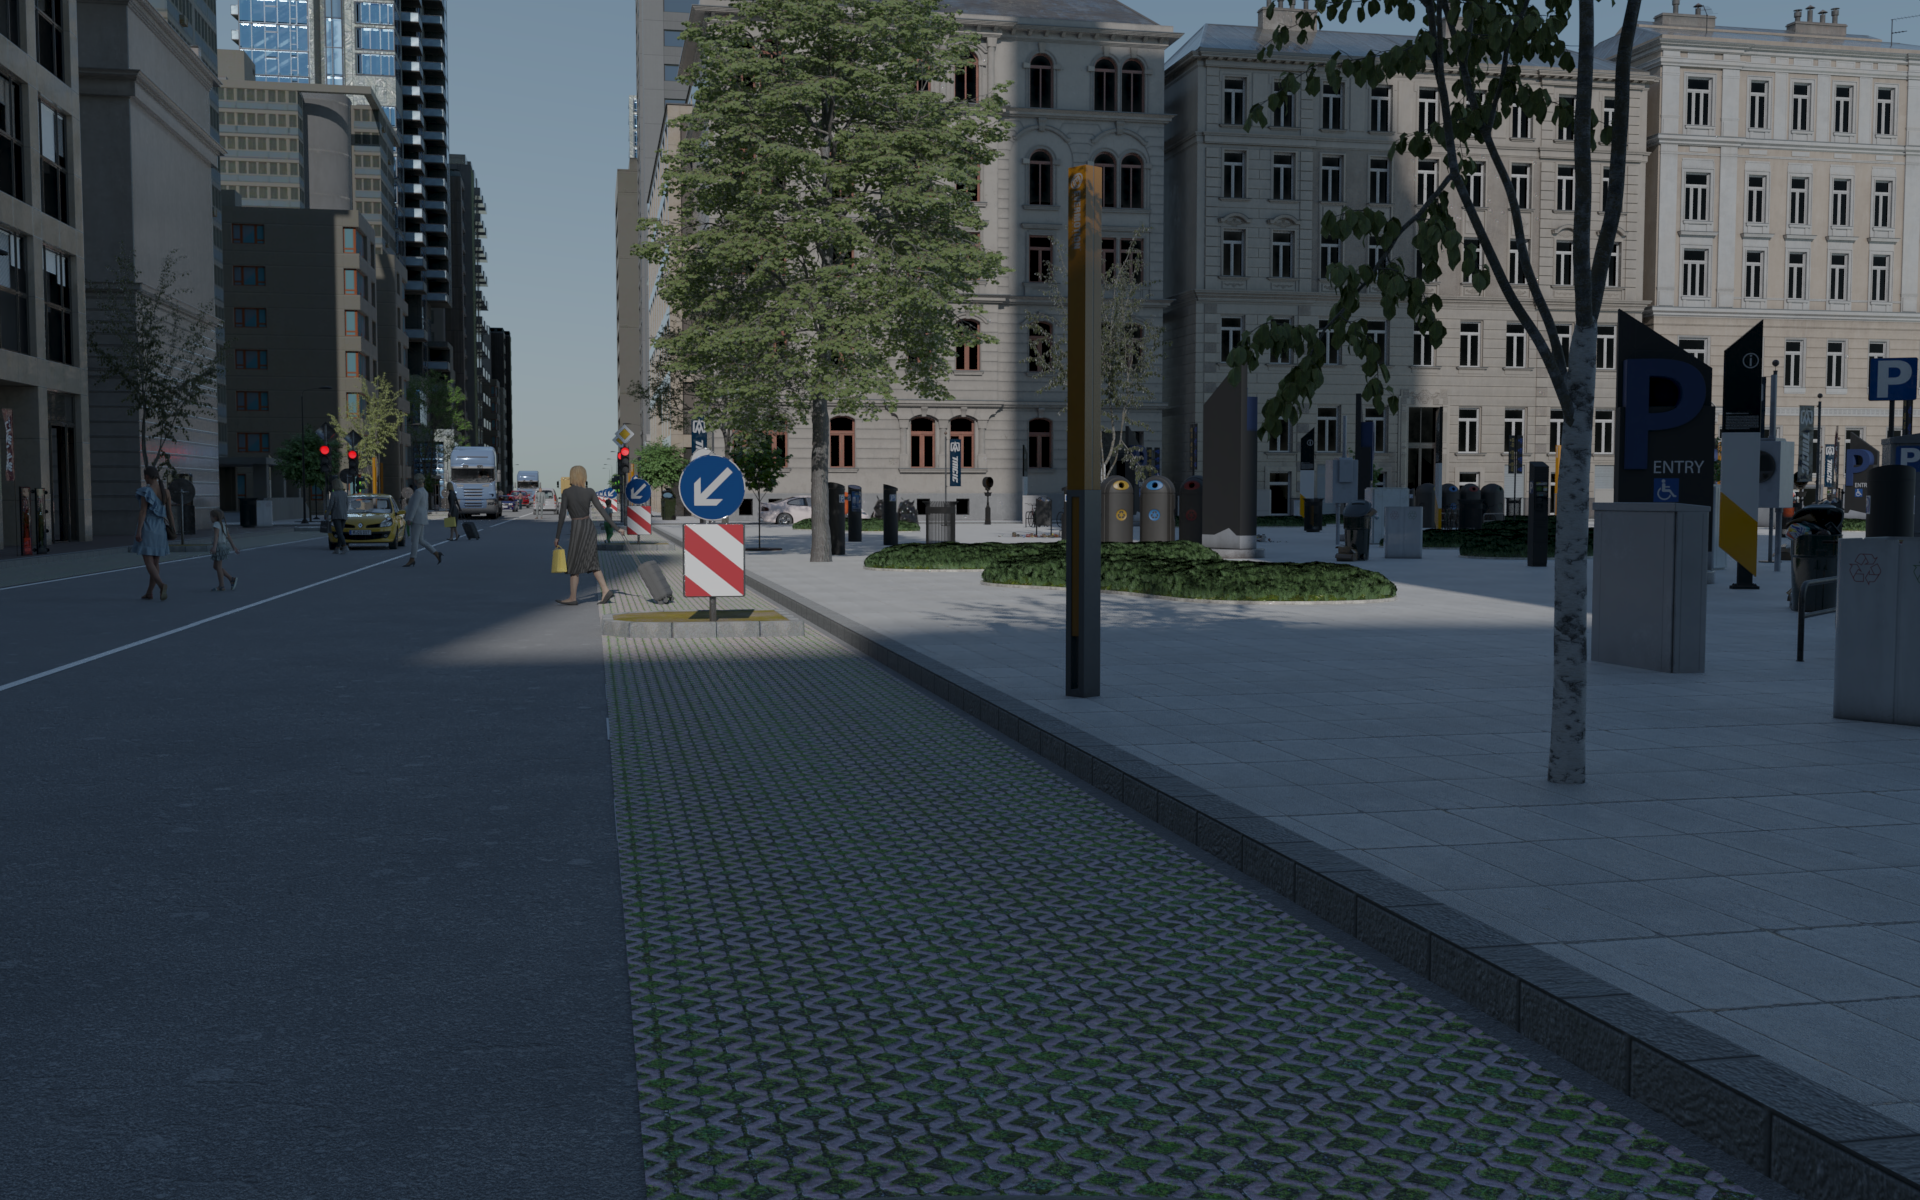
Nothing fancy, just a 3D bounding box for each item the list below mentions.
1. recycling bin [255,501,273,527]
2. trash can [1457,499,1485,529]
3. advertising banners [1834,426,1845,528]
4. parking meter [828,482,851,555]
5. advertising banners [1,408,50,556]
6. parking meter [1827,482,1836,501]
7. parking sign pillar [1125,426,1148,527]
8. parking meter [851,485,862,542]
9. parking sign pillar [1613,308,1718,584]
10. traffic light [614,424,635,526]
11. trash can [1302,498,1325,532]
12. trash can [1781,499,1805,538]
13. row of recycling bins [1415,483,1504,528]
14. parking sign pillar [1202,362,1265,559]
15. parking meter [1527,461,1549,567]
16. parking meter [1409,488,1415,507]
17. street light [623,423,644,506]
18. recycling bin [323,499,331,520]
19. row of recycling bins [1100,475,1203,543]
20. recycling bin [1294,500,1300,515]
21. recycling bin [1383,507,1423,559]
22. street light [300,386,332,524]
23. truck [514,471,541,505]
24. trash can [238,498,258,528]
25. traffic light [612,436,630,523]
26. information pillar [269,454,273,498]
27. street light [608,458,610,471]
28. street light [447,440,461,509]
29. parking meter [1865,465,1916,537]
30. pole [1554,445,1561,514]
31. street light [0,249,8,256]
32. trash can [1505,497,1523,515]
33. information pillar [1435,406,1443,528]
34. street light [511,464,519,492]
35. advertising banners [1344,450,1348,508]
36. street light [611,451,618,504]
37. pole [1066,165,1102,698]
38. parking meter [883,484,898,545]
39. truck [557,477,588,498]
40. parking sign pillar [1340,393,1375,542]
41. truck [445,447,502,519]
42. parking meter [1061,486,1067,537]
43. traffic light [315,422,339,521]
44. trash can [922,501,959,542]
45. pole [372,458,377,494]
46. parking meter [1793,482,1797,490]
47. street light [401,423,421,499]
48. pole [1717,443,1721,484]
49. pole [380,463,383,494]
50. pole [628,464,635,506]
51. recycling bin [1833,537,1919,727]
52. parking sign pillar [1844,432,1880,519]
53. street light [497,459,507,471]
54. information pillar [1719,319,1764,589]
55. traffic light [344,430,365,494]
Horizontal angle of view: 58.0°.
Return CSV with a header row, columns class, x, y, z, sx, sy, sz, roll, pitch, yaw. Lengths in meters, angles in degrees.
class,x,y,z,sx,sy,sz,roll,pitch,yaw
recycling bin,-27.246,-3.358,67.461,0.722,1.027,0.722,-3,4,-38
trash can,13.856,-2.163,47.014,0.748,1.137,0.748,0,3,0
advertising banners,22.168,-2.905,43.691,0.090,3.025,2.074,1,4,22
parking meter,-2.609,-1.720,36.530,0.372,1.533,0.369,0,3,0
advertising banners,-19.509,-2.444,36.145,0.090,3.025,2.074,0,4,-6
parking meter,40.542,-4.580,80.598,0.399,1.863,0.255,-2,4,-33
parking sign pillar,7.035,-4.930,69.072,1.447,3.967,1.447,2,4,30
parking meter,-2.830,-2.338,46.631,0.372,1.533,0.369,0,3,0
parking sign pillar,10.181,-2.237,25.044,1.447,3.967,1.447,1,4,11
traffic light,-13.488,-4.939,69.669,0.839,4.253,0.868,-1,4,-12
trash can,11.869,-2.847,58.198,0.748,1.137,0.748,0,3,0
trash can,24.453,-2.406,50.994,0.748,1.137,0.748,0,3,0
row of recycling bins,19.015,-3.603,66.016,3.534,1.692,1.069,-1,4,-13
parking sign pillar,5.439,-2.841,34.917,1.447,3.967,1.447,-2,4,-27
parking meter,10.226,-1.524,30.631,0.255,1.863,0.399,0,4,1
parking meter,19.965,-4.184,76.820,0.372,1.533,0.369,0,3,0
street light,-21.253,-8.588,112.947,1.470,5.913,1.316,-1,4,-12
recycling bin,-31.265,-4.509,86.271,0.722,1.027,0.722,-2,4,-30
row of recycling bins,4.763,-1.907,38.295,3.534,1.692,1.069,1,4,17
recycling bin,13.987,-3.554,70.663,0.722,1.027,0.722,1,4,11
recycling bin,8.882,-1.356,34.732,0.722,1.027,0.722,1,4,11
street light,-27.776,-6.252,74.759,1.470,5.913,1.316,-1,4,-12
truck,-50.983,-13.195,205.499,2.967,4.110,18.799,-1,4,-12
trash can,-27.175,-3.332,66.129,0.748,1.137,0.748,0,3,0
traffic light,-15.157,-5.416,77.478,0.839,4.253,0.868,-1,4,-12
information pillar,-40.379,-6.754,101.789,0.504,3.616,0.183,2,4,24
street light,-37.092,-13.143,187.433,1.470,5.913,1.316,-1,4,-12
street light,-43.669,-10.827,149.561,1.470,5.913,1.316,-1,4,-12
parking meter,8.107,-0.410,15.118,0.372,1.533,0.369,0,3,0
pole,24.921,-4.794,72.219,0.158,3.312,0.155,0,3,0
street light,-18.724,-3.689,32.854,1.470,5.913,1.316,-1,4,-12
trash can,23.377,-3.761,73.145,0.748,1.137,0.748,0,3,0
information pillar,12.861,-3.374,46.519,0.183,3.616,0.504,0,4,4
street light,-69.420,-18.191,269.970,1.470,5.913,1.316,-1,4,-12
advertising banners,15.201,-4.402,68.158,0.090,3.025,2.074,1,4,15
street light,-29.472,-10.931,151.269,1.470,5.913,1.316,-1,4,-12
pole,0.780,-1.043,10.900,0.158,3.312,0.155,0,3,0
parking meter,-1.737,-2.139,43.381,0.372,1.533,0.369,0,3,0
truck,-43.319,-12.100,193.765,3.469,3.379,9.791,-1,4,-13
parking sign pillar,10.964,-3.579,46.992,1.447,3.967,1.447,1,4,16
truck,-28.994,-7.000,104.210,2.967,4.110,18.799,-1,4,-14
parking meter,2.595,-2.004,41.169,0.372,1.533,0.369,0,3,0
traffic light,-24.596,-4.793,67.288,0.839,4.253,0.868,-1,4,-12
trash can,-0.392,-1.430,35.028,0.748,1.137,0.748,0,3,0
pole,-32.775,-6.311,97.021,0.158,3.312,0.155,0,3,0
parking meter,39.181,-4.640,81.582,0.255,1.863,0.399,0,4,-4
street light,-36.027,-8.629,113.628,1.470,5.913,1.316,-1,4,-12
pole,30.021,-4.561,68.415,0.158,3.312,0.155,0,3,0
pole,-37.682,-7.278,112.833,0.158,3.312,0.155,0,3,0
pole,-22.095,-7.529,116.949,0.158,3.312,0.155,0,3,0
recycling bin,5.486,0.166,9.837,0.722,1.027,0.722,-3,4,-39
parking sign pillar,38.908,-5.274,74.707,1.447,3.967,1.447,-2,4,-28
street light,-61.115,-15.813,231.089,1.470,5.913,1.316,-1,4,-12
information pillar,10.520,-1.955,23.311,0.504,3.616,0.183,1,4,10
traffic light,-26.265,-5.271,75.097,0.839,4.253,0.868,-1,4,-12
